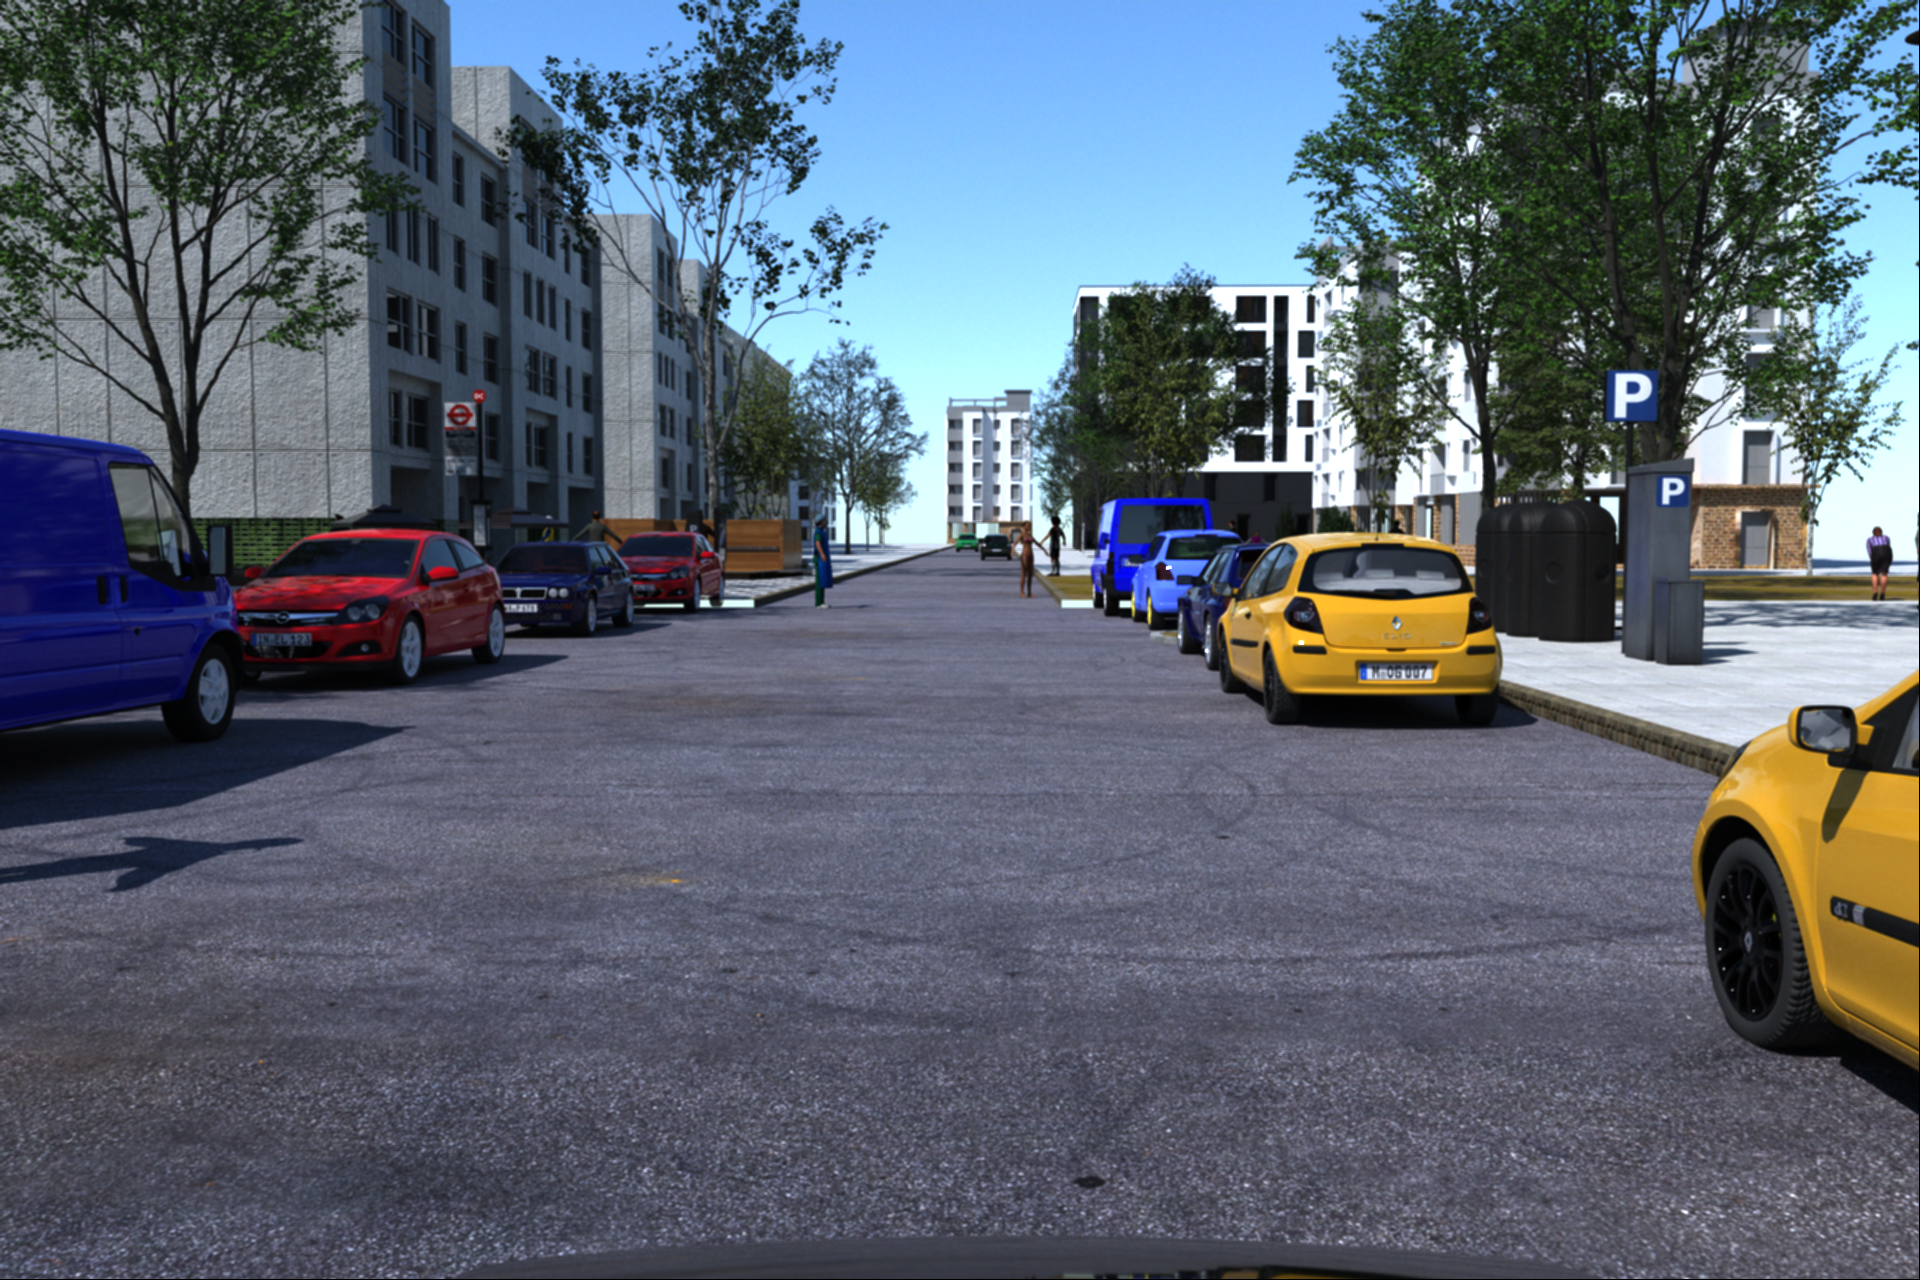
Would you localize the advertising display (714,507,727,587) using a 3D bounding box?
[{"bbox_3d":[-5.746,-2.220,41.507,0.123,1.923,0.974,0,4,3],"label":"advertising display"}]

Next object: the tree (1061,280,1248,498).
[{"bbox_3d":[7.931,-8.822,69.997,9.928,11.665,9.643,0,3,0],"label":"tree"}]

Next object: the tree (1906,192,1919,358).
[{"bbox_3d":[29.138,-8.393,43.882,9.857,13.997,8.962,0,3,0],"label":"tree"}]

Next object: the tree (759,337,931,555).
[{"bbox_3d":[-6.890,-12.010,106.727,12.009,13.543,11.850,0,3,0],"label":"tree"}]

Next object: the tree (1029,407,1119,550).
[{"bbox_3d":[9.374,-13.006,138.404,9.928,11.665,9.643,0,3,0],"label":"tree"}]

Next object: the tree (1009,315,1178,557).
[{"bbox_3d":[7.776,-11.319,95.438,12.009,13.543,11.850,0,3,0],"label":"tree"}]

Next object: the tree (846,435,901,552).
[{"bbox_3d":[-6.614,-10.724,125.701,4.737,8.622,4.395,0,3,0],"label":"tree"}]

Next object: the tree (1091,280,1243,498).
[{"bbox_3d":[6.082,-6.161,51.090,4.737,8.622,4.395,0,3,0],"label":"tree"}]

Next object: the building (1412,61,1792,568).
[{"bbox_3d":[25.405,-13.425,75.914,16.016,20.090,11.380,0,4,2],"label":"building"}]

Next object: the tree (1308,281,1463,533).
[{"bbox_3d":[12.265,-6.107,50.211,4.737,8.622,4.395,0,3,0],"label":"tree"}]

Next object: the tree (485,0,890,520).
[{"bbox_3d":[-8.687,-12.193,55.240,12.611,20.169,13.585,0,3,0],"label":"tree"}]

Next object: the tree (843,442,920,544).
[{"bbox_3d":[-10.542,-19.339,226.565,12.009,13.543,11.850,0,3,0],"label":"tree"}]

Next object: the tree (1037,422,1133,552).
[{"bbox_3d":[9.267,-11.774,126.922,7.601,10.594,8.767,-1,4,-12],"label":"tree"}]

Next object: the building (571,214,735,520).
[{"bbox_3d":[-25.183,-15.005,111.781,16.747,18.905,31.486,0,4,1],"label":"building"}]

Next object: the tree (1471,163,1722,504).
[{"bbox_3d":[18.990,-8.188,52.005,7.486,12.596,7.792,0,3,0],"label":"tree"}]

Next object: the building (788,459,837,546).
[{"bbox_3d":[-18.812,-15.902,202.146,9.099,9.664,28.070,0,4,2],"label":"building"}]

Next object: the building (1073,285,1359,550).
[{"bbox_3d":[24.216,-19.244,158.611,27.936,21.610,32.646,0,4,2],"label":"building"}]

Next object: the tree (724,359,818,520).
[{"bbox_3d":[-7.857,-7.504,73.060,4.737,8.622,4.395,0,3,0],"label":"tree"}]

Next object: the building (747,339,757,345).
[{"bbox_3d":[-25.282,-19.121,169.050,16.016,20.090,11.380,0,4,1],"label":"building"}]

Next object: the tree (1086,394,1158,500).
[{"bbox_3d":[7.622,-7.948,80.314,4.360,8.622,3.978,0,3,0],"label":"tree"}]

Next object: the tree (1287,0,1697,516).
[{"bbox_3d":[9.730,-6.498,32.002,9.928,11.665,9.643,0,3,0],"label":"tree"}]

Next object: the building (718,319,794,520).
[{"bbox_3d":[-25.690,-19.896,156.234,19.493,23.208,18.063,0,4,1],"label":"building"}]

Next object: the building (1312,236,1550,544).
[{"bbox_3d":[27.967,-15.565,110.915,16.016,20.090,11.380,0,4,1],"label":"building"}]

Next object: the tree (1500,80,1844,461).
[{"bbox_3d":[16.673,-7.061,41.200,9.928,11.665,9.643,0,3,0],"label":"tree"}]

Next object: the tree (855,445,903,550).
[{"bbox_3d":[-6.044,-11.625,140.429,4.360,8.622,3.978,0,3,0],"label":"tree"}]

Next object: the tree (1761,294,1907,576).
[{"bbox_3d":[26.184,-6.256,52.646,4.737,8.622,4.395,0,3,0],"label":"tree"}]

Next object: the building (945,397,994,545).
[{"bbox_3d":[-1.594,-22.749,230.825,11.380,20.090,16.016,0,4,1],"label":"building"}]

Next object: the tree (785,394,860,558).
[{"bbox_3d":[-7.964,-8.640,91.634,4.360,8.622,3.978,0,3,0],"label":"tree"}]

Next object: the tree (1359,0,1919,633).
[{"bbox_3d":[9.167,-5.928,22.681,9.928,11.665,9.643,0,3,0],"label":"tree"}]

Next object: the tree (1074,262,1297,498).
[{"bbox_3d":[7.692,-7.599,58.654,8.767,10.594,7.601,2,4,35],"label":"tree"}]

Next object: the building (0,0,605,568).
[{"bbox_3d":[-25.363,-12.200,65.935,16.747,18.905,31.486,0,4,1],"label":"building"}]

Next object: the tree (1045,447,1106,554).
[{"bbox_3d":[8.020,-9.846,111.338,4.360,8.622,3.978,0,3,0],"label":"tree"}]

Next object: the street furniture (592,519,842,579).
[{"bbox_3d":[-8.455,-2.857,53.560,11.010,1.723,9.812,1,4,12],"label":"street furniture"}]

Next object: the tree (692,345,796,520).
[{"bbox_3d":[-8.250,-7.159,67.410,4.737,8.622,4.395,0,3,0],"label":"tree"}]
